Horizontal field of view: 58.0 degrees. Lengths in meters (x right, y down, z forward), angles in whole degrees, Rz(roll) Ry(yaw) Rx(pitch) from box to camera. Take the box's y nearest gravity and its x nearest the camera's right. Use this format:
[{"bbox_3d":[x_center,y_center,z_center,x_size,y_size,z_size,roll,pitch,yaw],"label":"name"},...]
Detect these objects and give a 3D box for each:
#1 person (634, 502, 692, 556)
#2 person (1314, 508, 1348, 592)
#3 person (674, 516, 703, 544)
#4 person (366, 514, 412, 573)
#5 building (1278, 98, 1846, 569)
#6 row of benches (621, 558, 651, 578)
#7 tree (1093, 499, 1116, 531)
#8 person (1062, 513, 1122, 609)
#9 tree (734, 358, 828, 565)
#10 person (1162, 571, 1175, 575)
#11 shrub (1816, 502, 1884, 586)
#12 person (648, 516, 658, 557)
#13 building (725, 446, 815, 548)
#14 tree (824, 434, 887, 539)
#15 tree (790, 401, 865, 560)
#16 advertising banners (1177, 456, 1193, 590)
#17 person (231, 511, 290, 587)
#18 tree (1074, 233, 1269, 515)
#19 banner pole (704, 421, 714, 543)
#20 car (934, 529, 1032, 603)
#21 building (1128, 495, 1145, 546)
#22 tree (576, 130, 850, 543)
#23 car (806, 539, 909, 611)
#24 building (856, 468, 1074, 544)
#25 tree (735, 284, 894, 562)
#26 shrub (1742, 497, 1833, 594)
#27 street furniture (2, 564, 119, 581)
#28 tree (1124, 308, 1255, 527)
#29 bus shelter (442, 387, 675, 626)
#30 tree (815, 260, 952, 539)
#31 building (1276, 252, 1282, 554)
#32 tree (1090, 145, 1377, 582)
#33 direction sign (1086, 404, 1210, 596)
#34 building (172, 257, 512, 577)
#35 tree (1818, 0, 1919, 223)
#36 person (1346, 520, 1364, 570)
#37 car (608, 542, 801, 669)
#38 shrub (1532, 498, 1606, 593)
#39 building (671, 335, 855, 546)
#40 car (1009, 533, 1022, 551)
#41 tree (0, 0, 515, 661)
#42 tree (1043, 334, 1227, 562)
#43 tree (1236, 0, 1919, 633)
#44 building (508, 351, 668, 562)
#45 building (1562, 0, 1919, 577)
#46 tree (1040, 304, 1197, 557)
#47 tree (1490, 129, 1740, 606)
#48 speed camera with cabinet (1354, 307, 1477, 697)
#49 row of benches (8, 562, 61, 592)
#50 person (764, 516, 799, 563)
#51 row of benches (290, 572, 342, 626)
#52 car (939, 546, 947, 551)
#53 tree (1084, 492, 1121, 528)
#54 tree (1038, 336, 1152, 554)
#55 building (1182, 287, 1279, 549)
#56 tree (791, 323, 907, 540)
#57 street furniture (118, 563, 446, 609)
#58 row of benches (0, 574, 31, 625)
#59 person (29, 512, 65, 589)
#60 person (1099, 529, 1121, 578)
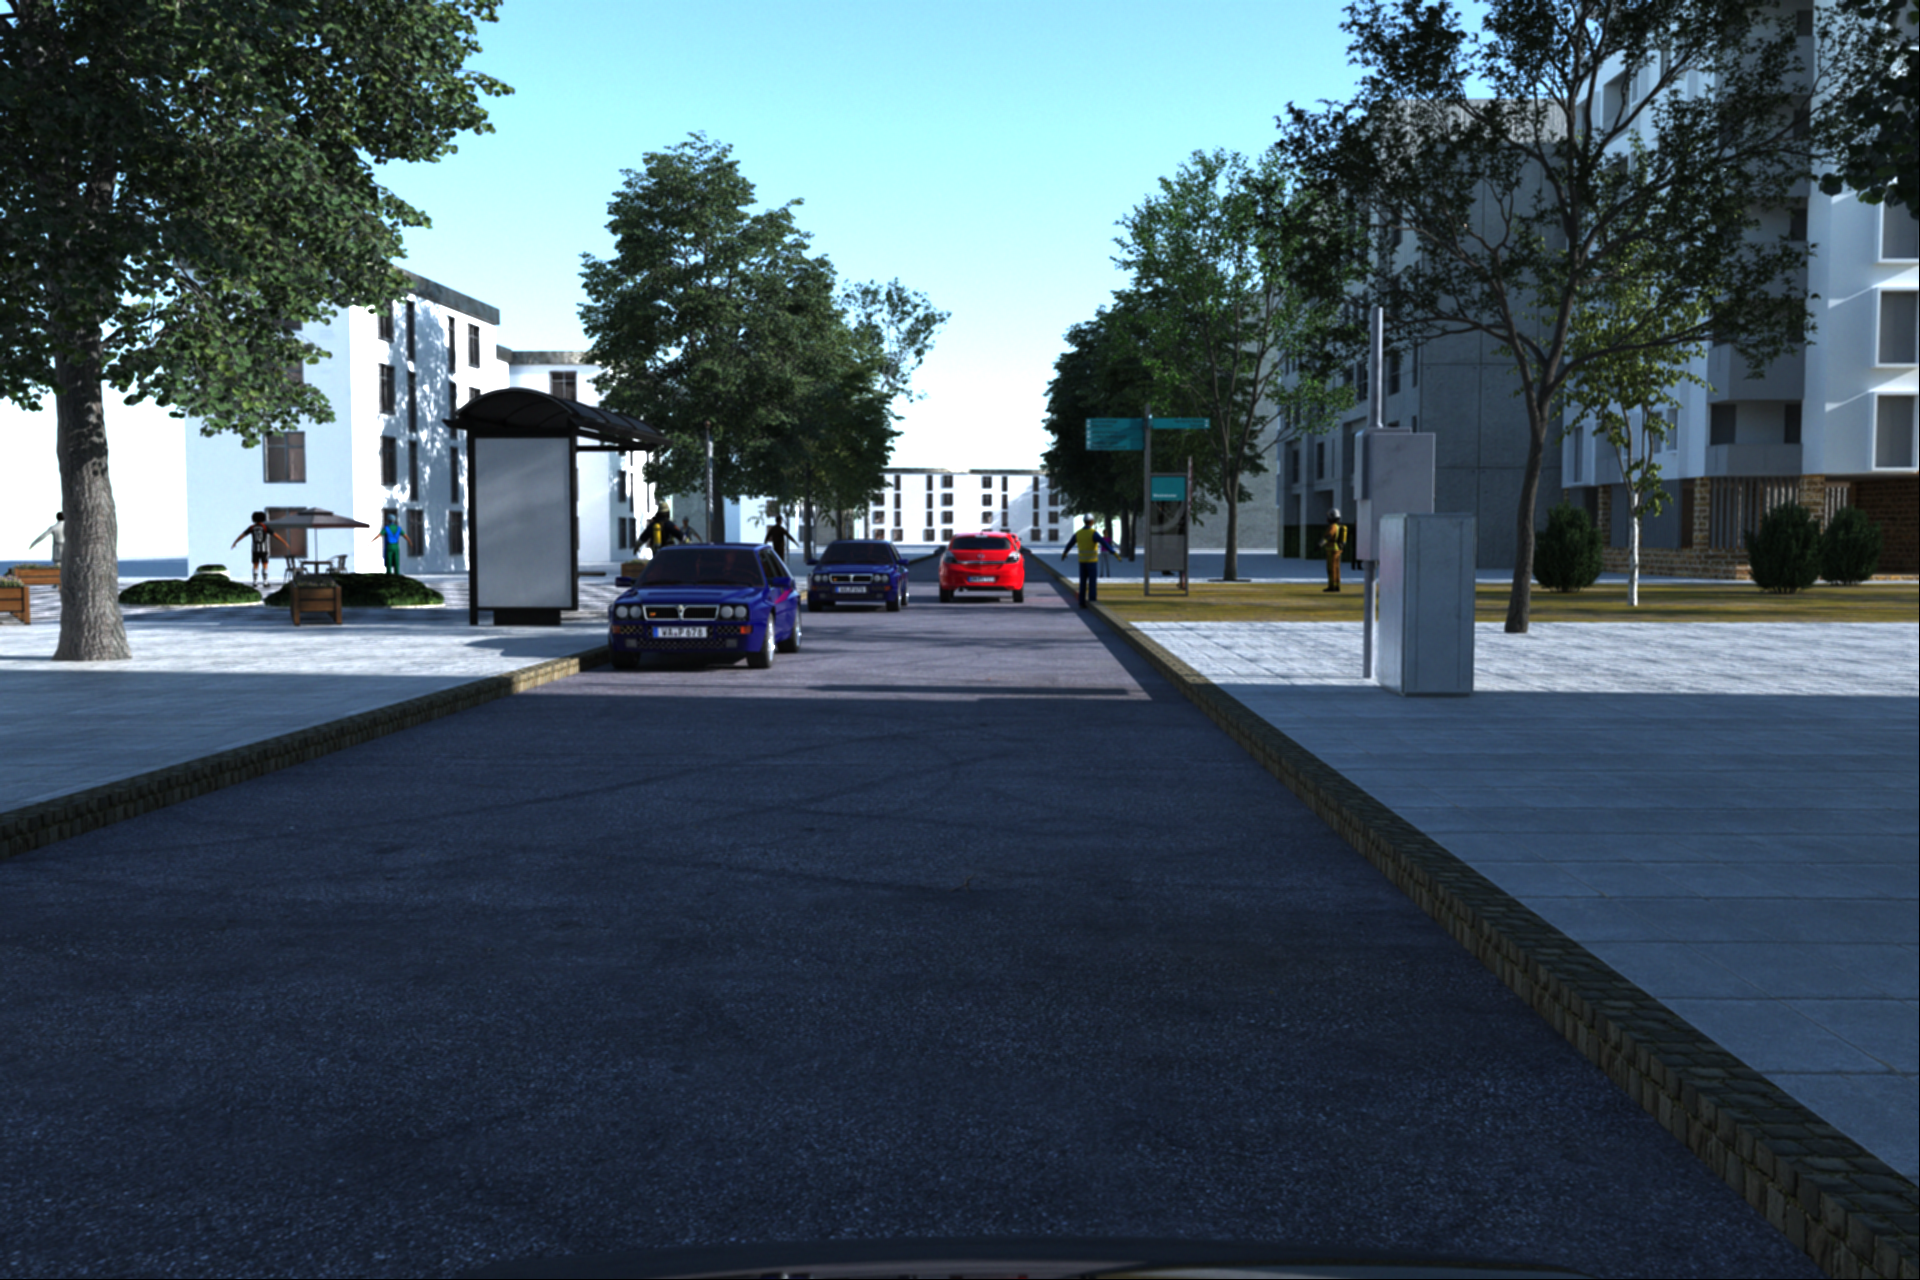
[{"bbox_3d":[-5.271,-1.537,30.906,1.354,1.856,0.705,1,4,21],"label":"person"},{"bbox_3d":[8.265,-1.998,38.430,0.705,1.858,1.354,3,4,37],"label":"person"},{"bbox_3d":[-8.745,-3.014,55.142,1.347,1.847,0.705,1,4,19],"label":"person"},{"bbox_3d":[-15.432,-2.498,46.971,0.704,1.817,1.347,3,5,41],"label":"person"},{"bbox_3d":[25.594,-13.002,79.046,16.747,18.905,31.486,0,4,1],"label":"building"},{"bbox_3d":[-7.990,-1.810,45.063,1.422,0.672,4.104,0,4,5],"label":"row of benches"},{"bbox_3d":[9.911,-10.687,125.099,4.360,8.622,3.978,0,3,0],"label":"tree"},{"bbox_3d":[2.483,-1.523,33.322,1.349,1.833,0.705,3,4,37],"label":"person"},{"bbox_3d":[-7.094,-7.404,71.418,4.360,8.622,3.978,0,3,0],"label":"tree"},{"bbox_3d":[6.466,-2.918,53.835,0.705,1.813,1.348,3,4,36],"label":"person"},{"bbox_3d":[22.029,-2.382,42.982,1.661,2.075,1.752,0,3,0],"label":"shrub"},{"bbox_3d":[-8.879,-2.700,50.340,0.705,1.806,1.347,-1,4,-15],"label":"person"},{"bbox_3d":[-18.550,-13.847,168.539,9.099,9.664,28.070,0,4,2],"label":"building"},{"bbox_3d":[-7.027,-9.410,104.218,4.360,8.622,3.978,0,3,0],"label":"tree"},{"bbox_3d":[-6.982,-8.267,85.522,4.737,8.622,4.395,0,3,0],"label":"tree"},{"bbox_3d":[5.150,-2.659,39.670,0.090,3.025,2.074,0,3,0],"label":"advertising banners"},{"bbox_3d":[-16.948,-2.189,41.939,1.345,1.843,0.704,-1,4,-11],"label":"person"},{"bbox_3d":[8.101,-9.055,66.182,7.486,12.596,7.792,0,3,0],"label":"tree"},{"bbox_3d":[-5.574,-2.971,38.594,0.401,3.779,0.863,0,4,3],"label":"banner pole"},{"bbox_3d":[0.489,-1.755,37.738,2.155,1.783,4.494,0,4,1],"label":"car"},{"bbox_3d":[28.514,-22.347,196.301,19.493,23.208,18.063,0,4,2],"label":"building"},{"bbox_3d":[-7.771,-9.098,55.405,9.857,13.997,8.962,0,3,0],"label":"tree"},{"bbox_3d":[-1.931,-1.267,33.298,1.945,1.354,3.894,0,4,1],"label":"car"},{"bbox_3d":[0.695,-16.872,220.456,28.070,9.664,9.099,0,4,-6],"label":"building"},{"bbox_3d":[-6.890,-9.817,78.639,7.486,12.596,7.792,0,3,0],"label":"tree"},{"bbox_3d":[17.864,-2.042,37.425,1.661,2.075,1.752,0,3,0],"label":"shrub"},{"bbox_3d":[-27.943,-1.832,45.573,10.072,0.657,5.734,1,4,12],"label":"street furniture"},{"bbox_3d":[7.586,-6.546,57.386,4.737,8.622,4.395,0,3,0],"label":"tree"},{"bbox_3d":[-6.000,-2.006,26.725,2.014,3.302,5.546,0,4,3],"label":"bus shelter"},{"bbox_3d":[-7.255,-16.151,119.959,12.611,20.169,13.585,0,3,0],"label":"tree"},{"bbox_3d":[25.144,-15.414,108.433,16.016,20.090,11.380,0,4,1],"label":"building"},{"bbox_3d":[7.347,-7.394,46.646,9.928,11.665,9.643,0,3,0],"label":"tree"},{"bbox_3d":[3.824,-2.830,35.033,2.525,3.948,1.411,0,4,2],"label":"direction sign"},{"bbox_3d":[-21.697,-7.508,64.907,9.099,9.664,28.070,0,4,2],"label":"building"},{"bbox_3d":[6.887,-6.127,6.840,9.857,13.997,8.962,0,3,0],"label":"tree"},{"bbox_3d":[14.212,-3.408,61.942,1.346,1.802,0.704,-1,4,-19],"label":"person"},{"bbox_3d":[-2.832,-0.434,19.682,1.945,1.354,3.894,0,4,1],"label":"car"},{"bbox_3d":[13.231,-2.063,37.775,1.661,2.075,1.752,0,3,0],"label":"shrub"},{"bbox_3d":[-22.030,-22.426,197.594,19.493,23.208,18.063,0,4,1],"label":"building"},{"bbox_3d":[3.556,-7.378,129.668,2.155,1.783,4.494,0,4,0],"label":"car"},{"bbox_3d":[-8.880,-6.764,17.251,9.857,13.997,8.962,0,3,0],"label":"tree"},{"bbox_3d":[8.069,-8.925,80.329,8.767,10.594,7.601,-1,4,-12],"label":"tree"},{"bbox_3d":[7.369,-5.351,21.899,8.767,10.594,7.601,-2,4,-26],"label":"tree"},{"bbox_3d":[-20.282,-9.262,93.578,9.099,9.664,28.070,0,4,1],"label":"building"},{"bbox_3d":[26.693,-12.457,60.097,16.016,20.090,11.380,0,4,1],"label":"building"},{"bbox_3d":[9.032,-11.511,94.852,9.857,13.997,8.962,0,3,0],"label":"tree"},{"bbox_3d":[11.834,-4.917,30.749,4.737,8.622,4.395,0,3,0],"label":"tree"},{"bbox_3d":[3.800,-1.235,14.524,0.660,3.252,2.038,0,4,2],"label":"speed camera with cabinet"},{"bbox_3d":[-21.192,-1.297,36.671,4.104,0.672,1.422,-3,5,-40],"label":"row of benches"},{"bbox_3d":[-5.358,-2.770,51.430,1.346,1.812,0.704,3,4,36],"label":"person"},{"bbox_3d":[-9.767,-0.656,26.188,1.422,0.672,4.104,-1,4,-22],"label":"row of benches"},{"bbox_3d":[0.402,-2.542,53.360,2.131,1.459,4.920,0,4,1],"label":"car"},{"bbox_3d":[19.426,-18.446,219.715,7.486,12.596,7.792,0,3,0],"label":"tree"},{"bbox_3d":[9.349,-12.403,109.439,9.857,13.997,8.962,0,3,0],"label":"tree"},{"bbox_3d":[27.372,-19.978,157.571,19.493,23.208,18.063,0,4,2],"label":"building"},{"bbox_3d":[-6.705,-10.731,93.574,7.486,12.596,7.792,0,3,0],"label":"tree"},{"bbox_3d":[-13.031,-1.126,34.029,5.734,0.657,10.072,-1,4,-16],"label":"street furniture"},{"bbox_3d":[-14.388,-0.638,25.897,1.422,0.672,4.104,-2,4,-31],"label":"row of benches"},{"bbox_3d":[-21.230,-2.124,40.913,1.347,1.806,0.705,-3,5,-39],"label":"person"},{"bbox_3d":[4.258,-2.552,50.998,0.991,1.433,0.599,0,4,-5],"label":"person"}]
